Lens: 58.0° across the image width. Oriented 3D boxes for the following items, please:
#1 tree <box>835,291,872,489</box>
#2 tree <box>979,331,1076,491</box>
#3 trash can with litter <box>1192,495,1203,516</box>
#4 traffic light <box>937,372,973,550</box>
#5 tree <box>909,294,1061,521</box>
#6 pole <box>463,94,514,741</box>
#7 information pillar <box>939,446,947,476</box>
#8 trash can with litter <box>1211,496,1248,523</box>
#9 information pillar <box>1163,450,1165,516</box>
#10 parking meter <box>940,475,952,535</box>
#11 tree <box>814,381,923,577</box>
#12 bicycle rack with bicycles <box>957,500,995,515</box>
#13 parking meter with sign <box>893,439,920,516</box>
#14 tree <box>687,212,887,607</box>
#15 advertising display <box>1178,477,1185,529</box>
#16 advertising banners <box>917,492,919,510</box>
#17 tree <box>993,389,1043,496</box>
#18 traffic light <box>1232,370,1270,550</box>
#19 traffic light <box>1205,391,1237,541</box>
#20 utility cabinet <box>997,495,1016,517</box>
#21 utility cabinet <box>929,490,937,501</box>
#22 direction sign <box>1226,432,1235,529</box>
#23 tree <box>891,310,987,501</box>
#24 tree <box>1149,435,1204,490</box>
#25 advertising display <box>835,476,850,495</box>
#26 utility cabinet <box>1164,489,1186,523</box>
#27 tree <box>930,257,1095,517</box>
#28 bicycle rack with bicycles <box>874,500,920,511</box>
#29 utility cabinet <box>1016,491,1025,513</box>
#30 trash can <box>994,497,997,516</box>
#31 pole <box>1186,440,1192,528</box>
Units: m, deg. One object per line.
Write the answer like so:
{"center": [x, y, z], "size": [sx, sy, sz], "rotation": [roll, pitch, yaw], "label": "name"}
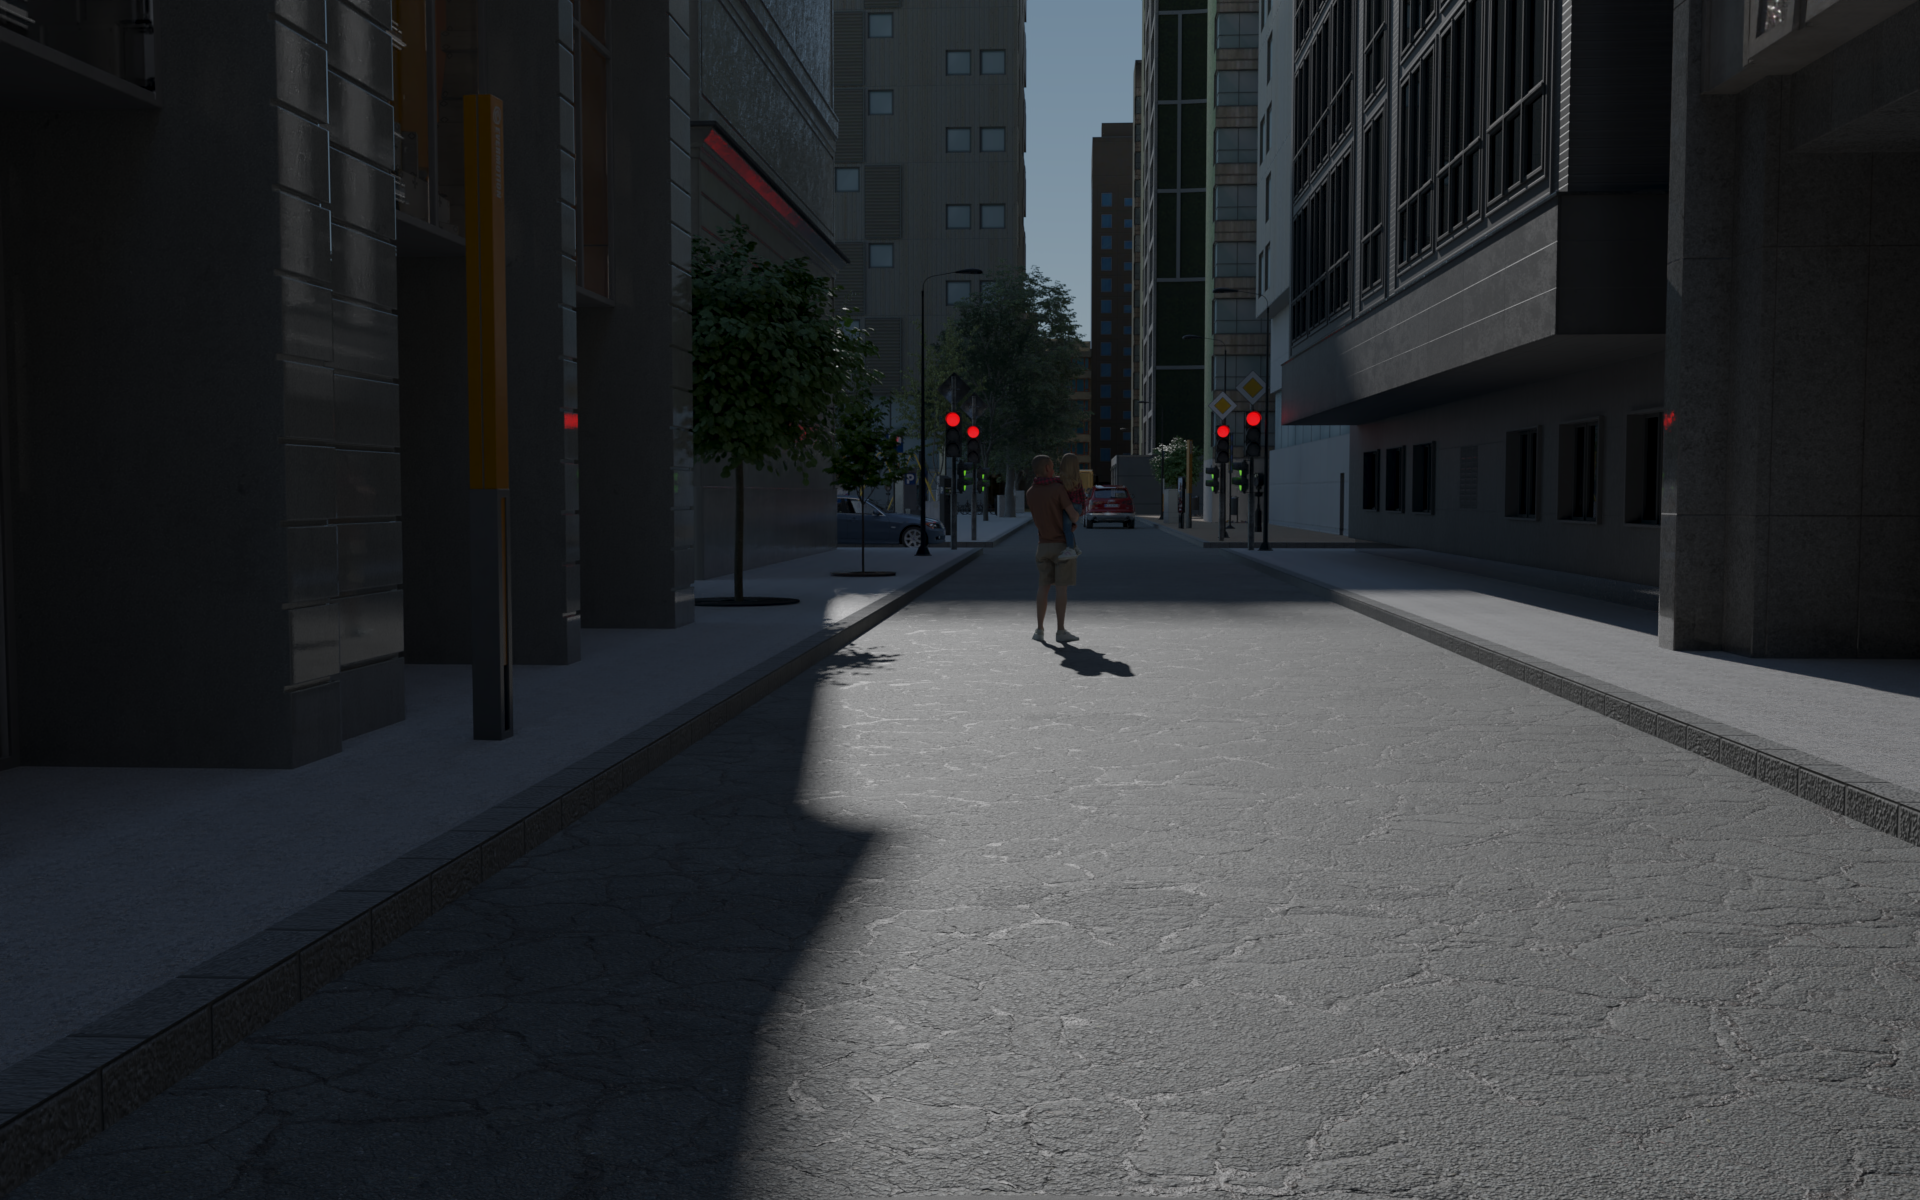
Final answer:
{"center": [-4.640, -6.633, 58.819], "size": [4.360, 8.622, 3.978], "rotation": [0, 3, 0], "label": "tree"}
{"center": [4.285, -12.205, 117.672], "size": [7.486, 12.596, 7.792], "rotation": [0, 3, 0], "label": "tree"}
{"center": [14.031, -5.503, 101.029], "size": [2.233, 1.210, 1.678], "rotation": [2, 4, 30], "label": "trash can with litter"}
{"center": [-0.123, -3.115, 39.856], "size": [0.839, 4.253, 0.868], "rotation": [0, 4, 4], "label": "traffic light"}
{"center": [0.989, -9.027, 81.998], "size": [8.767, 10.594, 7.601], "rotation": [3, 5, 40], "label": "tree"}
{"center": [-2.450, -0.927, 8.996], "size": [0.158, 3.312, 0.155], "rotation": [0, 3, 0], "label": "pole"}
{"center": [-0.742, -5.201, 76.393], "size": [0.183, 3.616, 0.504], "rotation": [-2, 4, -32], "label": "information pillar"}
{"center": [12.247, -3.993, 76.335], "size": [1.678, 1.210, 2.233], "rotation": [-2, 4, -32], "label": "trash can with litter"}
{"center": [10.894, -6.207, 92.844], "size": [0.183, 3.616, 0.504], "rotation": [1, 4, 12], "label": "information pillar"}
{"center": [-0.445, -2.937, 53.724], "size": [0.255, 1.863, 0.399], "rotation": [-2, 4, -28], "label": "parking meter"}
{"center": [-1.618, -1.985, 27.058], "size": [1.663, 3.219, 1.824], "rotation": [0, 3, 0], "label": "tree"}
{"center": [0.764, -5.728, 107.029], "size": [2.925, 0.926, 2.852], "rotation": [1, 4, 12], "label": "bicycle rack with bicycles"}
{"center": [-1.570, -3.259, 49.539], "size": [0.543, 3.016, 1.738], "rotation": [-2, 4, -24], "label": "parking meter with sign"}
{"center": [-2.555, -2.231, 20.197], "size": [4.285, 4.588, 4.351], "rotation": [0, 3, 0], "label": "tree"}
{"center": [8.202, -3.605, 64.159], "size": [0.123, 1.923, 0.974], "rotation": [0, 4, -2], "label": "advertising display"}
{"center": [-3.129, -7.309, 115.686], "size": [2.074, 3.025, 0.090], "rotation": [3, 5, 43], "label": "advertising banners"}
{"center": [3.418, -9.436, 104.644], "size": [4.360, 8.622, 3.978], "rotation": [0, 3, 0], "label": "tree"}
{"center": [6.624, -3.089, 39.427], "size": [0.839, 4.253, 0.868], "rotation": [0, 4, 4], "label": "traffic light"}
{"center": [7.151, -3.576, 47.395], "size": [0.839, 4.253, 0.868], "rotation": [0, 4, 4], "label": "traffic light"}
{"center": [2.593, -5.208, 96.306], "size": [1.020, 1.237, 0.306], "rotation": [-2, 4, -25], "label": "utility cabinet"}
{"center": [-1.154, -5.469, 98.093], "size": [1.173, 1.500, 0.318], "rotation": [-1, 4, -9], "label": "utility cabinet"}
{"center": [9.990, -4.402, 63.965], "size": [0.379, 3.537, 0.876], "rotation": [0, 3, 0], "label": "direction sign"}
{"center": [-0.904, -7.319, 70.033], "size": [4.737, 8.622, 4.395], "rotation": [0, 3, 0], "label": "tree"}
{"center": [12.143, -6.872, 96.068], "size": [4.285, 4.588, 4.351], "rotation": [0, 3, 0], "label": "tree"}
{"center": [-3.532, -2.611, 47.905], "size": [0.974, 1.923, 0.123], "rotation": [0, 4, 5], "label": "advertising display"}
{"center": [9.417, -4.114, 75.941], "size": [1.173, 1.500, 0.318], "rotation": [-3, 5, -42], "label": "utility cabinet"}
{"center": [2.807, -11.522, 95.047], "size": [9.857, 13.997, 8.962], "rotation": [0, 3, 0], "label": "tree"}
{"center": [-3.573, -5.387, 101.462], "size": [2.852, 0.926, 2.925], "rotation": [-3, 4, -37], "label": "bicycle rack with bicycles"}
{"center": [3.692, -6.505, 115.027], "size": [1.173, 1.500, 0.318], "rotation": [0, 4, 7], "label": "utility cabinet"}
{"center": [2.341, -5.510, 101.734], "size": [0.748, 1.137, 0.748], "rotation": [0, 3, 0], "label": "trash can"}
{"center": [8.639, -4.367, 65.239], "size": [0.158, 3.312, 0.155], "rotation": [0, 3, 0], "label": "pole"}
